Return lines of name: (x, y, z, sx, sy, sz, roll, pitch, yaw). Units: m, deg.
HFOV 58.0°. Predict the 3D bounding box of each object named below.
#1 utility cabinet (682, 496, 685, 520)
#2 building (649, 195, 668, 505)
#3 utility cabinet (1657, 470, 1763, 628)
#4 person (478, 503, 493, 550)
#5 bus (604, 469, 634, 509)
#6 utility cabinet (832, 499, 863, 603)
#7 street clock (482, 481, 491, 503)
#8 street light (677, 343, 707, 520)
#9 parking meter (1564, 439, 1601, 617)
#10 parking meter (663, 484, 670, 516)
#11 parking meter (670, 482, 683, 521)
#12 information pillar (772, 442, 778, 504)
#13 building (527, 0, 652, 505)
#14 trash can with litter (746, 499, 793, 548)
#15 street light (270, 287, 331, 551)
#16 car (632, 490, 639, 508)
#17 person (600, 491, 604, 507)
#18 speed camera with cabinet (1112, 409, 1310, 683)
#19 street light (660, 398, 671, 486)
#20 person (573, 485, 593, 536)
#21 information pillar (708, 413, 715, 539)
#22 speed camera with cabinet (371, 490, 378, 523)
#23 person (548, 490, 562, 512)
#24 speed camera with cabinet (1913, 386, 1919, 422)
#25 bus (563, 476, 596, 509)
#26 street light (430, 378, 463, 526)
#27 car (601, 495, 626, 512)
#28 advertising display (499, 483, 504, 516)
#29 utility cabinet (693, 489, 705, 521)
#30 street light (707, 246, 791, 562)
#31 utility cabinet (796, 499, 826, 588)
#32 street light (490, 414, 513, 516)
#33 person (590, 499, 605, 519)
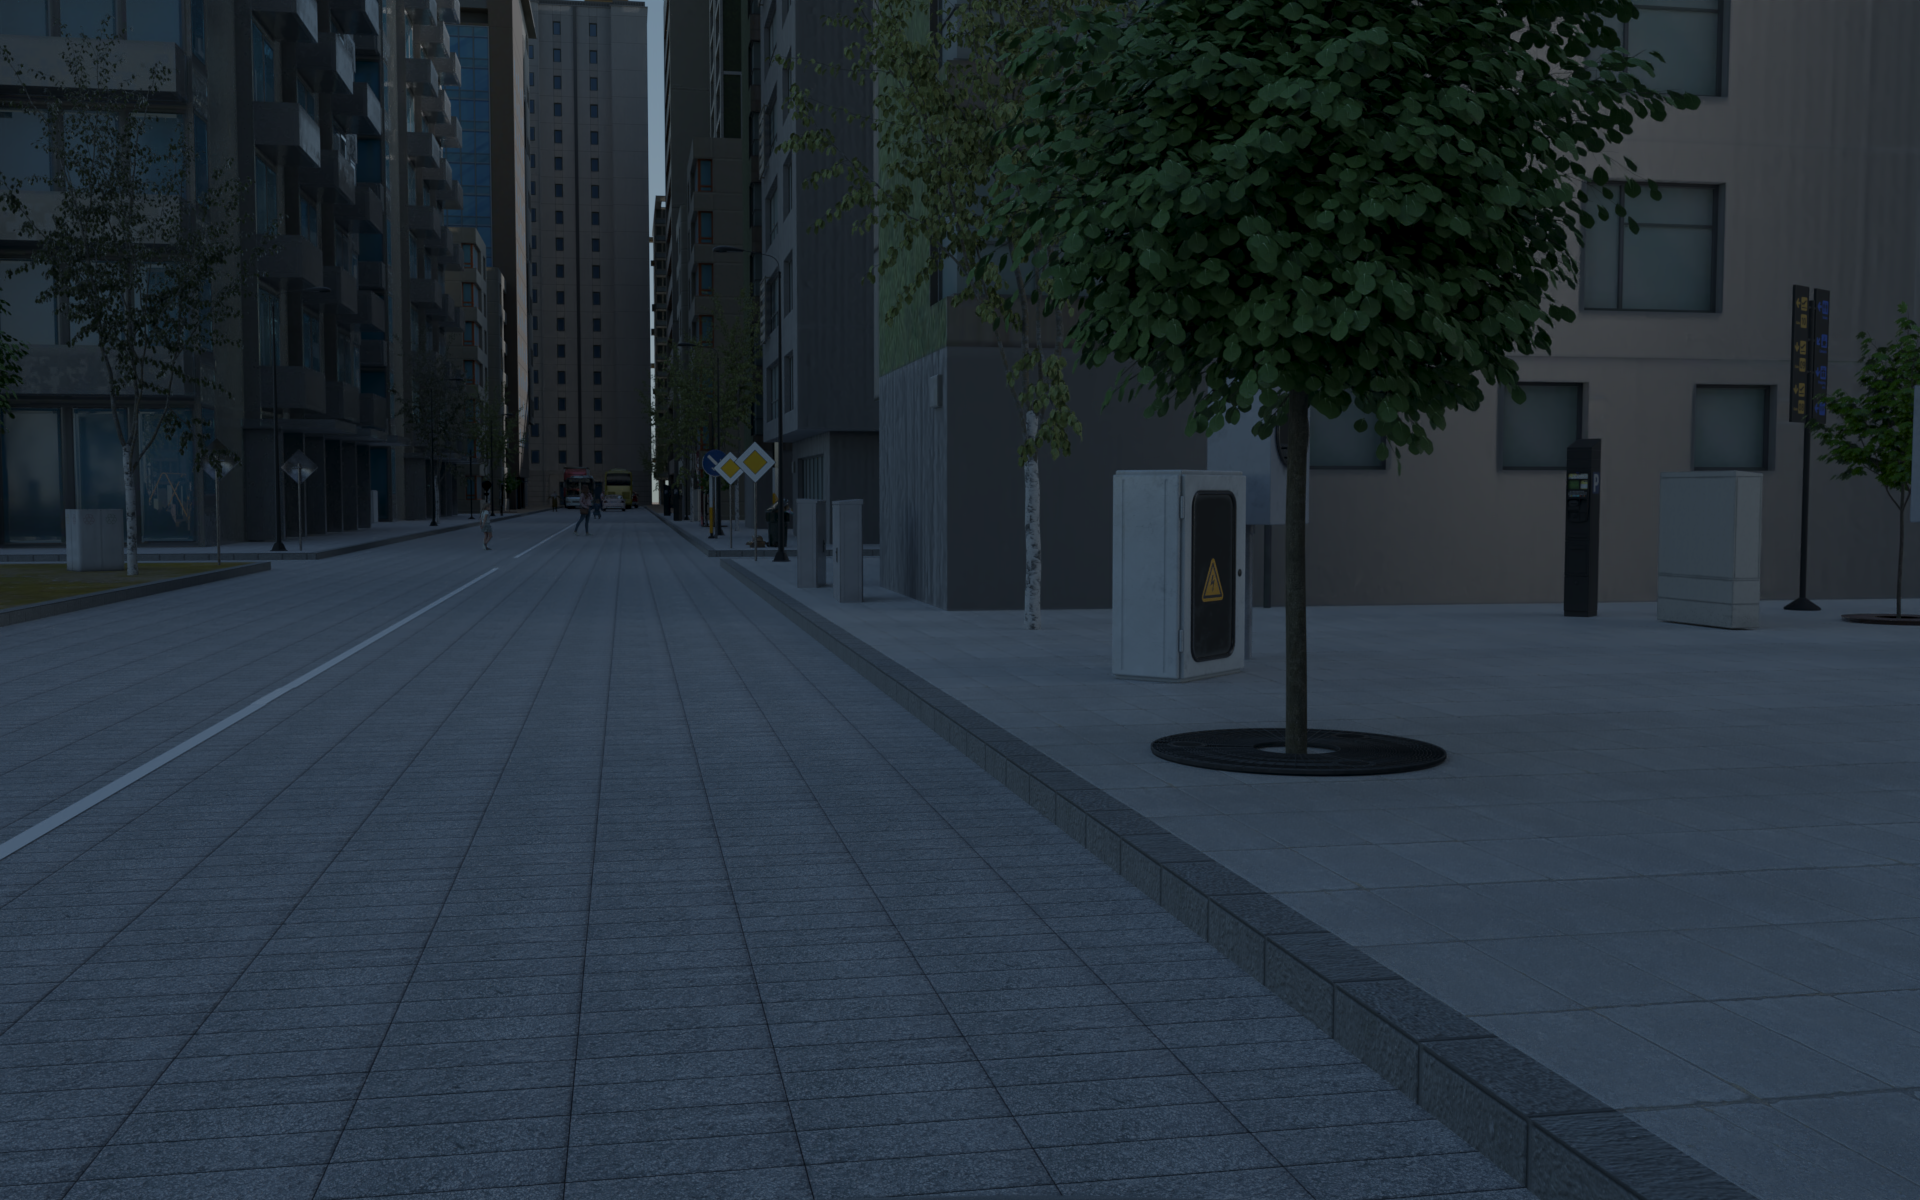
utility cabinet: (-14.049, -4.627, 86.816, 0.306, 1.237, 1.020, -2, 4, -23)
building: (-26.037, -31.973, 214.631, 23.993, 40.220, 32.217, -1, 4, -11)
utility cabinet: (7.283, -0.499, 16.836, 0.318, 1.500, 1.173, -1, 4, -12)
person: (-12.185, -1.883, 44.305, 0.382, 1.210, 0.505, -3, 5, -44)
bus: (-32.961, -10.749, 167.291, 2.896, 3.916, 12.252, -1, 4, -11)
utility cabinet: (-1.368, -0.598, 20.940, 0.306, 1.237, 1.020, -1, 4, -9)
street clock: (-25.330, -5.389, 92.684, 0.358, 2.002, 0.471, 3, 4, 39)
street light: (-7.976, -4.942, 53.344, 1.470, 5.913, 1.316, -1, 4, -11)
parking meter: (6.519, -0.760, 18.144, 0.255, 1.863, 0.399, 3, 4, 37)
parking meter: (-17.255, -5.895, 102.099, 0.399, 1.863, 0.255, 1, 4, 18)
parking meter: (-13.465, -4.706, 82.652, 0.399, 1.863, 0.255, 2, 4, 29)
information pillar: (-5.757, -3.878, 54.757, 0.183, 3.616, 0.504, 2, 4, 26)
building: (-51.001, -40.515, 204.425, 28.212, 58.520, 21.231, -1, 4, -11)
trash can with litter: (-4.572, -1.846, 41.577, 1.055, 1.170, 0.624, -2, 4, -32)
street light: (-14.796, -4.058, 38.894, 1.470, 5.913, 1.316, -1, 4, -11)
car: (-33.981, -10.301, 177.101, 2.281, 1.827, 5.304, -1, 4, -12)
person: (-30.845, -8.578, 149.682, 0.436, 1.711, 0.756, -1, 4, -12)
speed camera with cabinet: (1.868, -1.116, 12.578, 0.660, 3.252, 2.038, 3, 4, 36)
street light: (-13.833, -6.822, 84.086, 1.470, 5.913, 1.316, -1, 4, -11)
person: (-13.013, -3.100, 59.782, 0.643, 1.750, 0.593, 1, 4, 12)
information pillar: (-7.178, -3.591, 50.063, 0.183, 3.616, 0.504, 0, 4, -1)
speed camera with cabinet: (-26.601, -4.984, 75.816, 2.038, 3.252, 0.660, 0, 4, 2)
person: (-32.760, -8.001, 140.054, 1.217, 1.736, 0.721, -2, 4, -24)
speed camera with cabinet: (8.641, -1.178, 13.598, 2.038, 3.252, 0.660, 2, 4, 29)
bus: (-36.680, -10.559, 167.506, 2.948, 3.499, 13.247, -1, 4, -11)
street light: (-20.531, -5.914, 69.232, 1.470, 5.913, 1.316, -1, 4, -11)
car: (-28.676, -8.022, 143.516, 2.083, 1.381, 4.827, -1, 4, -12)
advertising display: (-27.094, -5.938, 102.293, 0.123, 1.923, 0.974, -1, 4, -23)
utility cabinet: (-12.275, -4.470, 81.766, 0.318, 1.500, 1.173, 1, 4, 16)
street light: (-3.931, -3.677, 32.665, 1.470, 5.913, 1.316, -1, 4, -11)
utility cabinet: (-2.055, -0.792, 24.116, 0.306, 1.237, 1.020, 0, 4, 2)
street light: (-26.450, -7.791, 99.923, 1.470, 5.913, 1.316, -1, 4, -11)
person: (-21.059, -5.264, 100.062, 1.012, 1.151, 0.738, -1, 4, -10)
